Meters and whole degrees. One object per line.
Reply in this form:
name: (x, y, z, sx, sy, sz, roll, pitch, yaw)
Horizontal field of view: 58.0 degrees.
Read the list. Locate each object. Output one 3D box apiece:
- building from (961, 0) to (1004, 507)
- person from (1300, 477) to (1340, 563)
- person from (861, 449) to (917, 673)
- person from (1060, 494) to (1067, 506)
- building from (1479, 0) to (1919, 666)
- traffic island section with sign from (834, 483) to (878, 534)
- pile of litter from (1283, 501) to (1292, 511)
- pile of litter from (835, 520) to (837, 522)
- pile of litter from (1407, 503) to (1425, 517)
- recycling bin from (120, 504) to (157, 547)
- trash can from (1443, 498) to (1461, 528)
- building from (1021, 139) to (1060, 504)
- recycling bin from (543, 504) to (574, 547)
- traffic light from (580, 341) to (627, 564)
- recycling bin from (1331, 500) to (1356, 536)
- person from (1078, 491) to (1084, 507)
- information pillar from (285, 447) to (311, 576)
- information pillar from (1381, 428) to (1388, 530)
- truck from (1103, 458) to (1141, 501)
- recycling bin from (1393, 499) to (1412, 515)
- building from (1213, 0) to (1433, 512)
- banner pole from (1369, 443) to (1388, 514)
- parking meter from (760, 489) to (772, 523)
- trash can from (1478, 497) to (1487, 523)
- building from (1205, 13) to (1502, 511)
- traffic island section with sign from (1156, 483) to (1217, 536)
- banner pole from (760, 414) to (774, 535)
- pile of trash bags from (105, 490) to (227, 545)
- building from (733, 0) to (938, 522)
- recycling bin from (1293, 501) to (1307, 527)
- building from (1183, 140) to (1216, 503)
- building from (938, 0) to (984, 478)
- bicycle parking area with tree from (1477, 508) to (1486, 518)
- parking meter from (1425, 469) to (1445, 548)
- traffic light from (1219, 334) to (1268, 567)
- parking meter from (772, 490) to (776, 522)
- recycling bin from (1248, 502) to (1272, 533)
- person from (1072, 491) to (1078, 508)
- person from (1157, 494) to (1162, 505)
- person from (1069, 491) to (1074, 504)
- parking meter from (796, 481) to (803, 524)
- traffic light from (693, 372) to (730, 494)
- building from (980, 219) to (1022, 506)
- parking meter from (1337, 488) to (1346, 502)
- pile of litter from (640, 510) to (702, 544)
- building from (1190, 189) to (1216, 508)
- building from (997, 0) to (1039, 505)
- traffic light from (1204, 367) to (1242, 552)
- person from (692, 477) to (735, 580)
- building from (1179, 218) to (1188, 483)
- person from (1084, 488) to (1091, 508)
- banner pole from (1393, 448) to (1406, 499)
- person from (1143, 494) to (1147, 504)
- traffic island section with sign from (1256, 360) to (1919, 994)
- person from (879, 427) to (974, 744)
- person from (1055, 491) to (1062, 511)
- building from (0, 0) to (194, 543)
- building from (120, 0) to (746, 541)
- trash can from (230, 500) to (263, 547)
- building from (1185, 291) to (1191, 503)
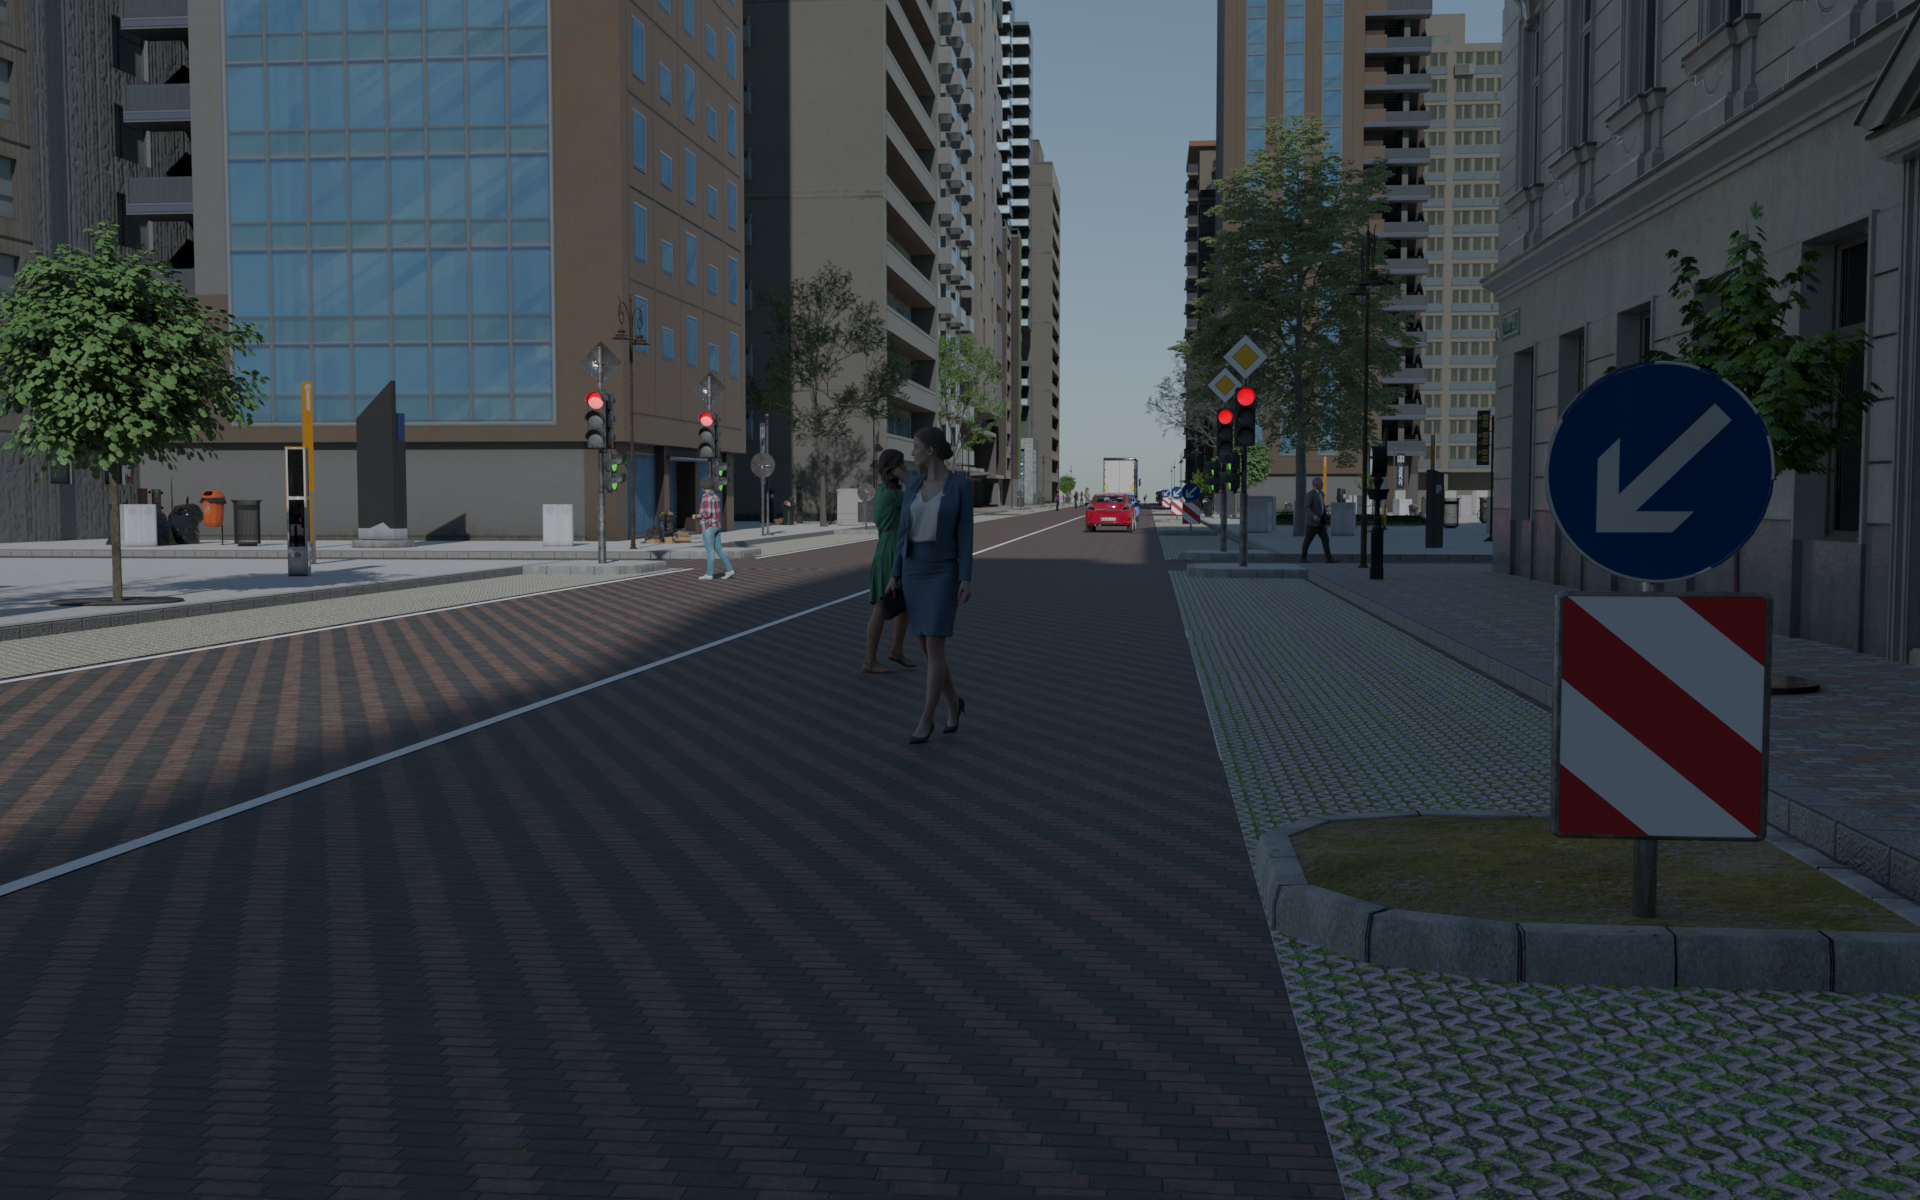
building: (-10.355, -34.880, 159.523, 28.713, 52.752, 27.495, 0, 4, 6)
person: (7.343, -1.619, 35.362, 0.834, 1.777, 0.661, 3, 4, 36)
person: (-0.565, -0.319, 13.957, 0.529, 1.795, 0.600, -2, 4, -26)
person: (11.986, -11.503, 199.798, 0.991, 1.433, 0.599, -2, 4, -32)
building: (14.441, -14.039, 5.952, 17.030, 29.872, 44.131, 0, 4, 6)
traffic island section with sign: (-3.376, -3.266, 62.027, 1.989, 1.847, 2.006, 0, 4, 6)
pile of litter: (19.778, -5.441, 102.926, 1.176, 0.858, 1.719, 3, 5, 43)
pile of litter: (-4.973, -3.942, 78.414, 1.176, 0.858, 1.719, -2, 4, -33)
pile of litter: (21.259, -4.135, 81.570, 1.719, 0.858, 1.176, 1, 4, 18)
recycling bin: (-20.073, -1.821, 42.319, 0.722, 1.027, 0.722, -2, 4, -34)
trash can: (18.399, -3.260, 64.960, 0.748, 1.137, 0.748, 0, 3, 0)
building: (2.707, -37.745, 240.827, 21.300, 48.544, 21.600, 0, 4, 6)
recycling bin: (-9.884, -1.839, 42.629, 0.722, 1.027, 0.722, -1, 4, -11)
traffic light: (-6.585, -2.626, 31.855, 0.839, 4.253, 0.868, 0, 4, 6)
recycling bin: (11.916, -2.525, 53.837, 0.722, 1.027, 0.722, 1, 4, 16)
person: (13.286, -11.026, 189.501, 1.217, 1.735, 0.721, -1, 4, -13)
information pillar: (-10.336, -1.380, 27.050, 0.304, 2.012, 0.304, -1, 4, -11)
information pillar: (15.178, -4.317, 61.934, 0.183, 3.616, 0.504, 0, 4, 3)
truck: (12.969, -9.173, 138.893, 2.839, 4.237, 11.283, 0, 4, 7)
recycling bin: (22.576, -4.638, 88.383, 0.722, 1.027, 0.722, -1, 4, -16)
building: (25.876, -29.130, 126.393, 14.600, 45.320, 14.200, 0, 4, 6)
banner pole: (18.142, -5.206, 75.135, 0.863, 3.779, 0.401, -1, 4, -9)
parking meter: (-8.715, -4.191, 76.938, 0.372, 1.533, 0.369, 0, 3, 0)
trash can: (23.235, -3.961, 76.409, 0.748, 1.137, 0.748, 0, 3, 0)
building: (37.013, -27.706, 144.879, 32.217, 40.220, 23.993, 0, 4, 6)
traffic island section with sign: (7.906, -3.154, 60.196, 1.989, 1.847, 2.006, 0, 4, 6)
banner pole: (-6.052, -3.894, 53.689, 0.401, 3.779, 0.863, 1, 4, 15)
pile of trash bags: (-19.928, -2.089, 43.900, 3.447, 1.369, 1.912, 2, 4, 24)
building: (-12.970, -28.553, 90.541, 21.300, 48.544, 21.600, 0, 4, 6)
recycling bin: (13.357, -3.353, 67.377, 0.722, 1.027, 0.722, 1, 4, 13)
building: (38.461, -34.001, 210.547, 22.147, 44.769, 28.867, 0, 4, 6)
building: (-10.783, -31.251, 130.556, 23.786, 49.044, 30.456, 0, 4, 6)
bicycle parking area with tree: (28.478, -5.738, 80.822, 9.016, 4.147, 8.231, 2, 4, 24)
parking meter: (11.313, -2.174, 41.249, 0.399, 1.863, 0.255, -2, 4, -31)
traffic light: (5.010, -2.551, 30.622, 0.839, 4.253, 0.868, 0, 4, 6)
parking meter: (-8.390, -4.215, 77.327, 0.372, 1.533, 0.369, 0, 3, 0)
recycling bin: (9.937, -2.748, 57.477, 0.722, 1.027, 0.722, 1, 4, 20)
person: (11.507, -10.045, 173.251, 0.721, 1.766, 1.217, -2, 4, -26)
person: (25.137, -12.700, 216.698, 0.990, 1.755, 0.434, 2, 4, 34)
person: (14.369, -13.306, 226.051, 1.348, 1.824, 0.705, 1, 4, 12)
parking meter: (-6.963, -4.245, 75.116, 0.255, 1.863, 0.399, 0, 4, 0)
traffic light: (-5.727, -3.111, 39.794, 0.839, 4.253, 0.868, 0, 4, 6)
building: (-1.027, -25.054, 181.339, 14.160, 30.474, 14.107, 0, 4, 6)
parking meter: (16.431, -4.052, 74.656, 0.372, 1.533, 0.369, 0, 3, 0)
pile of litter: (-7.549, -1.920, 45.360, 1.719, 0.858, 1.176, -1, 4, -17)
building: (29.682, -24.106, 165.829, 14.160, 30.474, 14.107, 0, 4, 6)
building: (-1.030, -55.107, 213.667, 22.319, 86.520, 31.000, 0, 4, 6)
traffic light: (5.868, -3.036, 38.561, 0.839, 4.253, 0.868, 0, 4, 6)
person: (-4.144, -1.206, 29.052, 0.643, 1.720, 0.563, 1, 4, 17)
building: (44.511, -38.835, 254.552, 23.786, 49.044, 30.456, 0, 4, 6)
person: (7.059, -5.251, 94.622, 0.573, 1.790, 0.520, -1, 4, -21)
banner pole: (23.627, -6.327, 93.460, 0.863, 3.779, 0.401, -1, 4, -12)
person: (25.630, -13.928, 239.458, 0.421, 1.427, 0.697, -1, 4, -22)
traffic island section with sign: (2.057, 0.164, 5.945, 1.989, 1.847, 2.006, 0, 4, 6)
person: (-0.119, -0.100, 10.151, 0.581, 1.822, 0.654, 3, 5, 44)
person: (8.389, -8.465, 147.586, 0.721, 1.739, 1.217, -2, 4, -25)
building: (-31.179, -22.378, 49.474, 14.086, 41.232, 14.154, 0, 4, 6)
building: (-15.095, -24.637, 52.931, 14.600, 45.320, 14.200, 0, 4, 6)
trash can: (-17.502, -1.888, 42.519, 0.748, 1.137, 0.748, 0, 3, 0)
building: (37.490, -28.245, 233.506, 14.160, 30.474, 14.107, 0, 4, 6)
